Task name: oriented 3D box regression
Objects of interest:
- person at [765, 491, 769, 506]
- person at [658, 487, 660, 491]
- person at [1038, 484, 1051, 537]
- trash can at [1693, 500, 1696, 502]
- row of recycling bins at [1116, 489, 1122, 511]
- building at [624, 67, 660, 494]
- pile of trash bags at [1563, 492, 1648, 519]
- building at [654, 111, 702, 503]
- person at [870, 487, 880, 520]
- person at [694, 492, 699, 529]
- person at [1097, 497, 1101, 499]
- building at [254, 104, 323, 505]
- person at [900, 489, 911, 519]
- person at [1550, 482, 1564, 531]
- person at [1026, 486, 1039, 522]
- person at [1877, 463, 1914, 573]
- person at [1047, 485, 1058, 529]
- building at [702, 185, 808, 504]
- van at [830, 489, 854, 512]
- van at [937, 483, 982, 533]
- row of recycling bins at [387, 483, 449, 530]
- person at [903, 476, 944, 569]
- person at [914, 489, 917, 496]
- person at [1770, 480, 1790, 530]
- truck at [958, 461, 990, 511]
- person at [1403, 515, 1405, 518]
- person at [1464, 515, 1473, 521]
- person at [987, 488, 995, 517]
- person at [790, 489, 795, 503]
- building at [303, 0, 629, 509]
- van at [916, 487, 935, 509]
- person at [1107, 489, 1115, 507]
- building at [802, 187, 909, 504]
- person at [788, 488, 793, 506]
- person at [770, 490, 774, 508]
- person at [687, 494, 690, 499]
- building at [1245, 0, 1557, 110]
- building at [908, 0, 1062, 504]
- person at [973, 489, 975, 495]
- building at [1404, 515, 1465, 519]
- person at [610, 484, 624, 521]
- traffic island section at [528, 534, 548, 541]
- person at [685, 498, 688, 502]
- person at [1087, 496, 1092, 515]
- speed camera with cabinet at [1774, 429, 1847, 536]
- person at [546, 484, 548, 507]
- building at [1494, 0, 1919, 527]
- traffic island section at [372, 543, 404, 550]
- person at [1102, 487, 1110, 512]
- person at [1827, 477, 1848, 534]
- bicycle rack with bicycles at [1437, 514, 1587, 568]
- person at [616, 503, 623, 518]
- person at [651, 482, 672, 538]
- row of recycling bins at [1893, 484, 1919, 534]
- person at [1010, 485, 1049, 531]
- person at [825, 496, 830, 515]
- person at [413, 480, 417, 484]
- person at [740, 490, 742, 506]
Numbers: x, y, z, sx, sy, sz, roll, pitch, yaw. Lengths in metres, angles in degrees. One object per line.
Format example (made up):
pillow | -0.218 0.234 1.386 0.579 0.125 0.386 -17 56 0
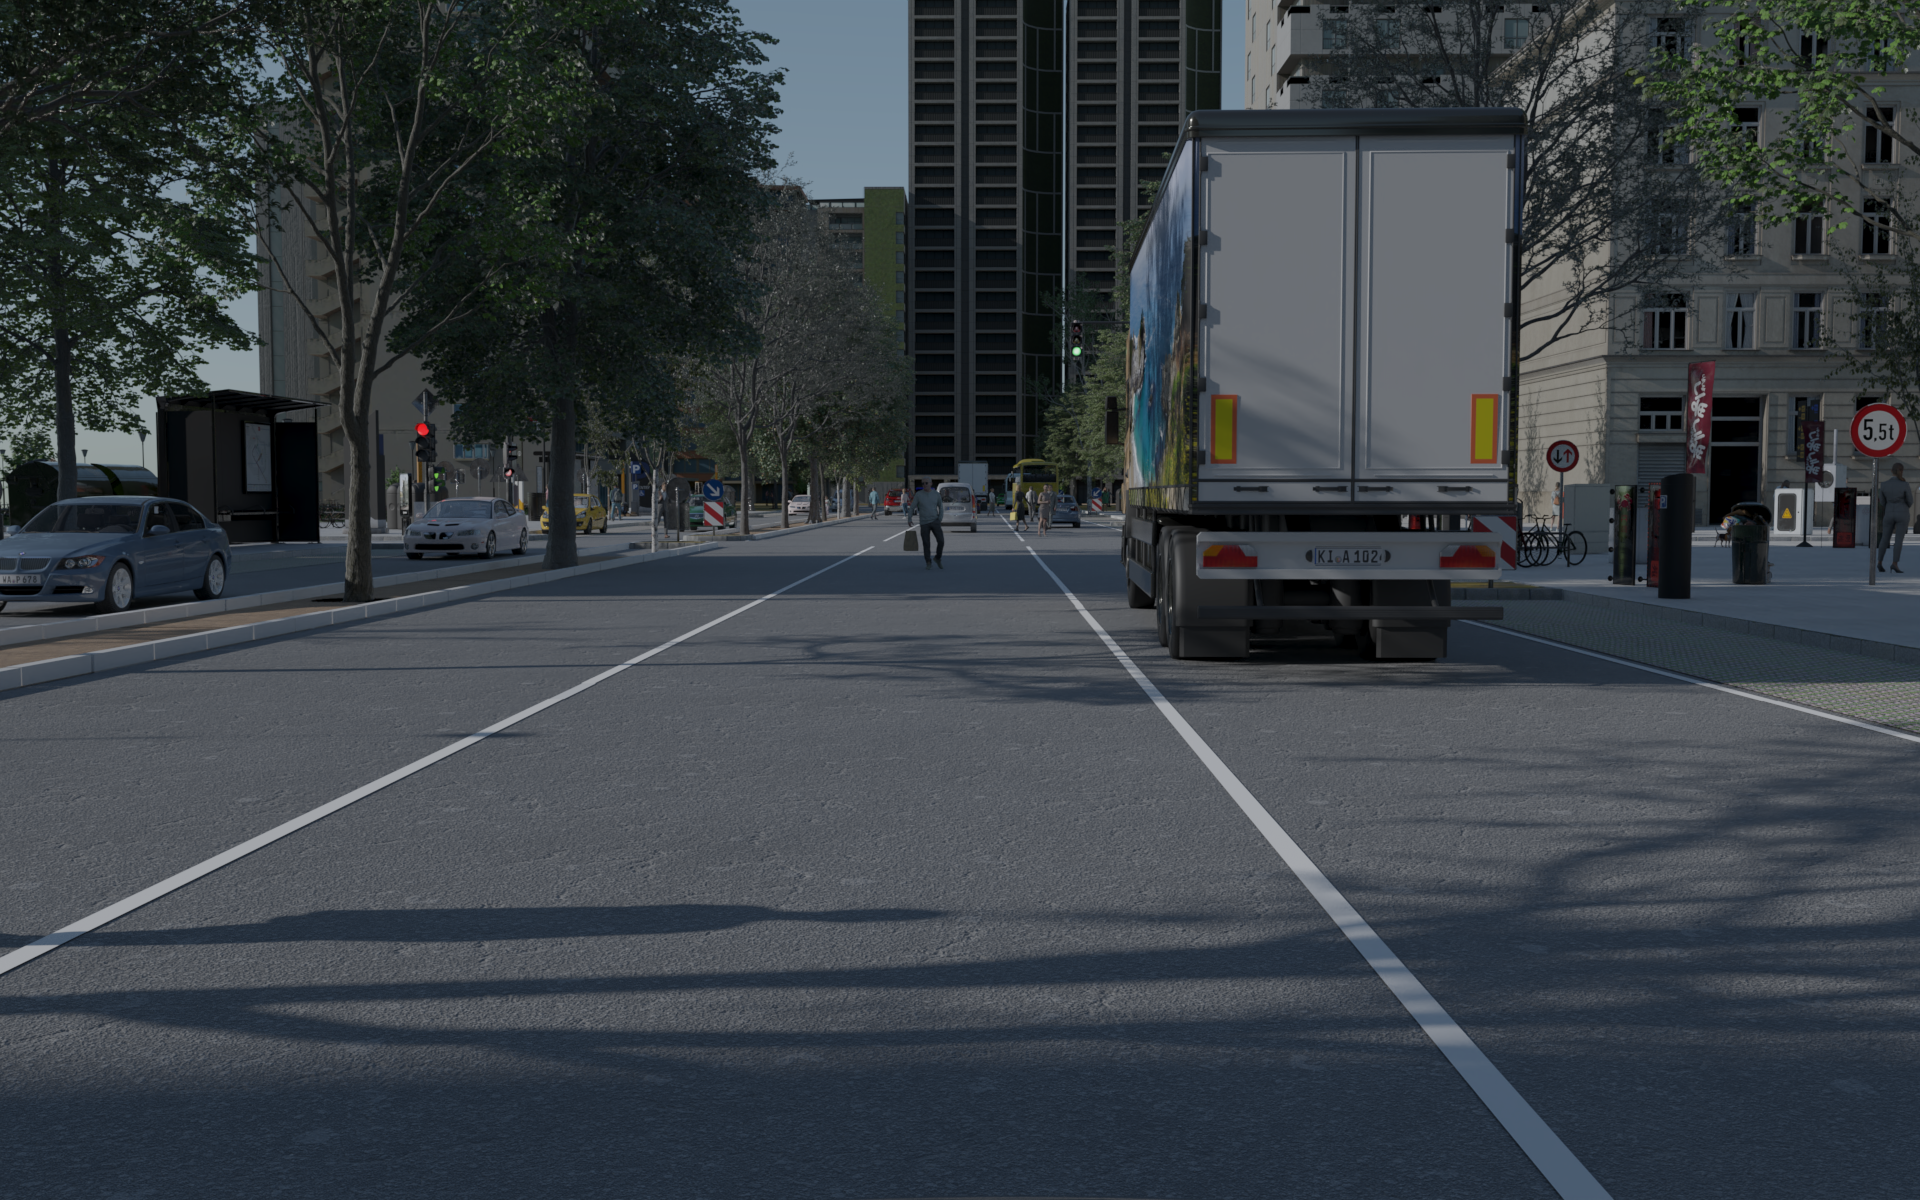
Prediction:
person | -21.484 -11.360 193.245 0.593 1.643 0.415 3 5 41
person | -23.531 -7.922 135.532 0.705 1.831 1.348 -3 5 -43
person | 2.858 -3.031 58.392 0.599 1.781 0.374 -2 4 -34
trash can | 17.871 -1.920 43.041 0.748 1.137 0.748 0 3 0
row of recycling bins | 13.184 -7.385 127.856 3.534 1.692 1.069 2 4 24
building | -35.827 -29.015 157.983 14.154 41.232 14.086 0 4 1
pile of trash bags | 20.792 -2.760 54.876 3.447 1.369 1.912 1 4 21
building | -43.381 -32.082 179.161 28.867 44.769 22.147 0 4 1
person | -4.848 -5.426 97.074 0.748 1.841 0.638 -3 5 -42
person | -10.864 -3.669 71.076 0.503 1.515 0.523 1 4 9
person | 10.538 -7.600 130.855 0.434 1.755 0.990 0 4 6
building | -65.119 -30.631 184.409 14.086 41.232 14.154 0 4 1
person | -3.060 -5.594 100.638 0.598 1.740 0.731 2 4 31
person | 20.571 -3.215 59.617 0.512 1.701 0.522 2 4 27
person | 3.737 -4.948 89.499 0.679 1.850 0.850 1 4 8
person | 15.251 -1.340 28.222 0.520 1.790 0.573 2 4 34
person | 3.609 -3.767 70.187 0.694 1.812 0.767 2 4 24
building | -35.440 -35.644 237.400 28.867 44.769 22.147 0 4 1
van | -9.451 -8.155 140.338 2.013 2.044 4.112 0 4 2
van | -0.183 -3.579 65.521 2.013 2.044 4.112 0 4 0
row of recycling bins | -19.509 -3.369 62.198 3.534 1.692 1.069 3 5 45
person | -0.684 -1.466 32.959 0.782 1.767 0.515 -1 4 -9
person | -3.648 -8.127 141.336 0.705 1.831 1.348 0 4 4
person | 29.461 -3.416 62.157 0.793 1.790 0.793 0 4 7
truck | 1.206 -9.953 151.649 2.839 4.237 11.283 0 4 1
person | 22.888 -5.228 91.737 0.699 1.804 1.509 -1 4 -16
person | 16.360 -2.737 55.460 0.373 1.253 0.362 3 5 40
person | 2.001 -6.232 110.618 0.478 1.798 0.641 -3 5 -44
person | -19.113 -11.619 196.012 1.348 1.824 0.705 -3 5 -39
building | -39.788 -31.569 139.849 21.300 48.544 21.600 0 4 1
van | -3.263 -9.898 166.214 2.240 2.365 5.245 0 4 2
person | 14.790 -10.146 172.010 1.350 1.814 0.705 -2 4 -35
building | -14.025 -33.582 232.665 14.086 41.232 14.154 0 4 1
person | -15.577 -9.291 158.027 0.705 1.814 1.350 -2 4 -24
person | -16.405 -8.793 151.271 0.415 1.643 0.593 -1 4 -20
person | -26.591 -10.014 169.635 0.599 1.838 0.709 3 5 42
building | 39.249 -34.046 145.892 28.713 52.752 27.495 0 4 1
building | 3.647 -48.718 234.794 20.611 71.187 20.563 0 4 1
person | 1.109 -8.240 143.188 0.705 1.831 1.348 -2 4 -25
building | 29.486 -15.752 108.451 10.553 20.767 40.483 0 4 1
person | -16.063 -4.570 80.741 0.794 1.824 0.713 2 4 26
traffic island section | -14.041 -1.940 53.996 2.009 0.180 2.903 0 4 1
person | -31.256 -11.704 197.955 0.990 1.755 0.434 1 4 19
person | 8.793 -6.415 117.662 0.425 1.301 0.394 -2 4 -30
speed camera with cabinet | 26.243 -3.617 53.473 0.660 3.252 2.038 -2 4 -29
person | -22.830 -5.493 95.862 0.388 1.821 0.555 -1 4 -15
building | 39.500 -14.732 74.151 30.059 22.955 16.112 0 4 1
traffic island section | -14.144 -1.451 46.011 2.009 0.180 2.903 0 4 1
person | 10.587 -7.336 126.225 0.600 1.795 0.529 -1 4 -13
person | 27.977 -2.995 54.976 0.622 1.834 0.822 0 4 -2
bicycle rack with bicycles | 9.852 -1.079 31.017 2.925 0.926 2.852 -1 4 -9
person | -18.562 -5.295 93.372 0.760 1.731 0.466 -2 4 -31
person | -9.637 -2.917 56.164 0.622 1.834 0.822 -3 4 -39
row of recycling bins | 31.230 -2.935 55.104 3.534 1.692 1.069 3 5 43
person | 2.689 -3.581 67.267 1.509 1.804 0.699 0 4 -5
person | -8.426 -5.940 109.892 0.425 1.301 0.394 1 4 12
person | -21.244 -3.755 67.305 0.748 1.841 0.638 1 4 23
person | -23.846 -11.143 189.164 0.436 1.711 0.756 1 4 9
